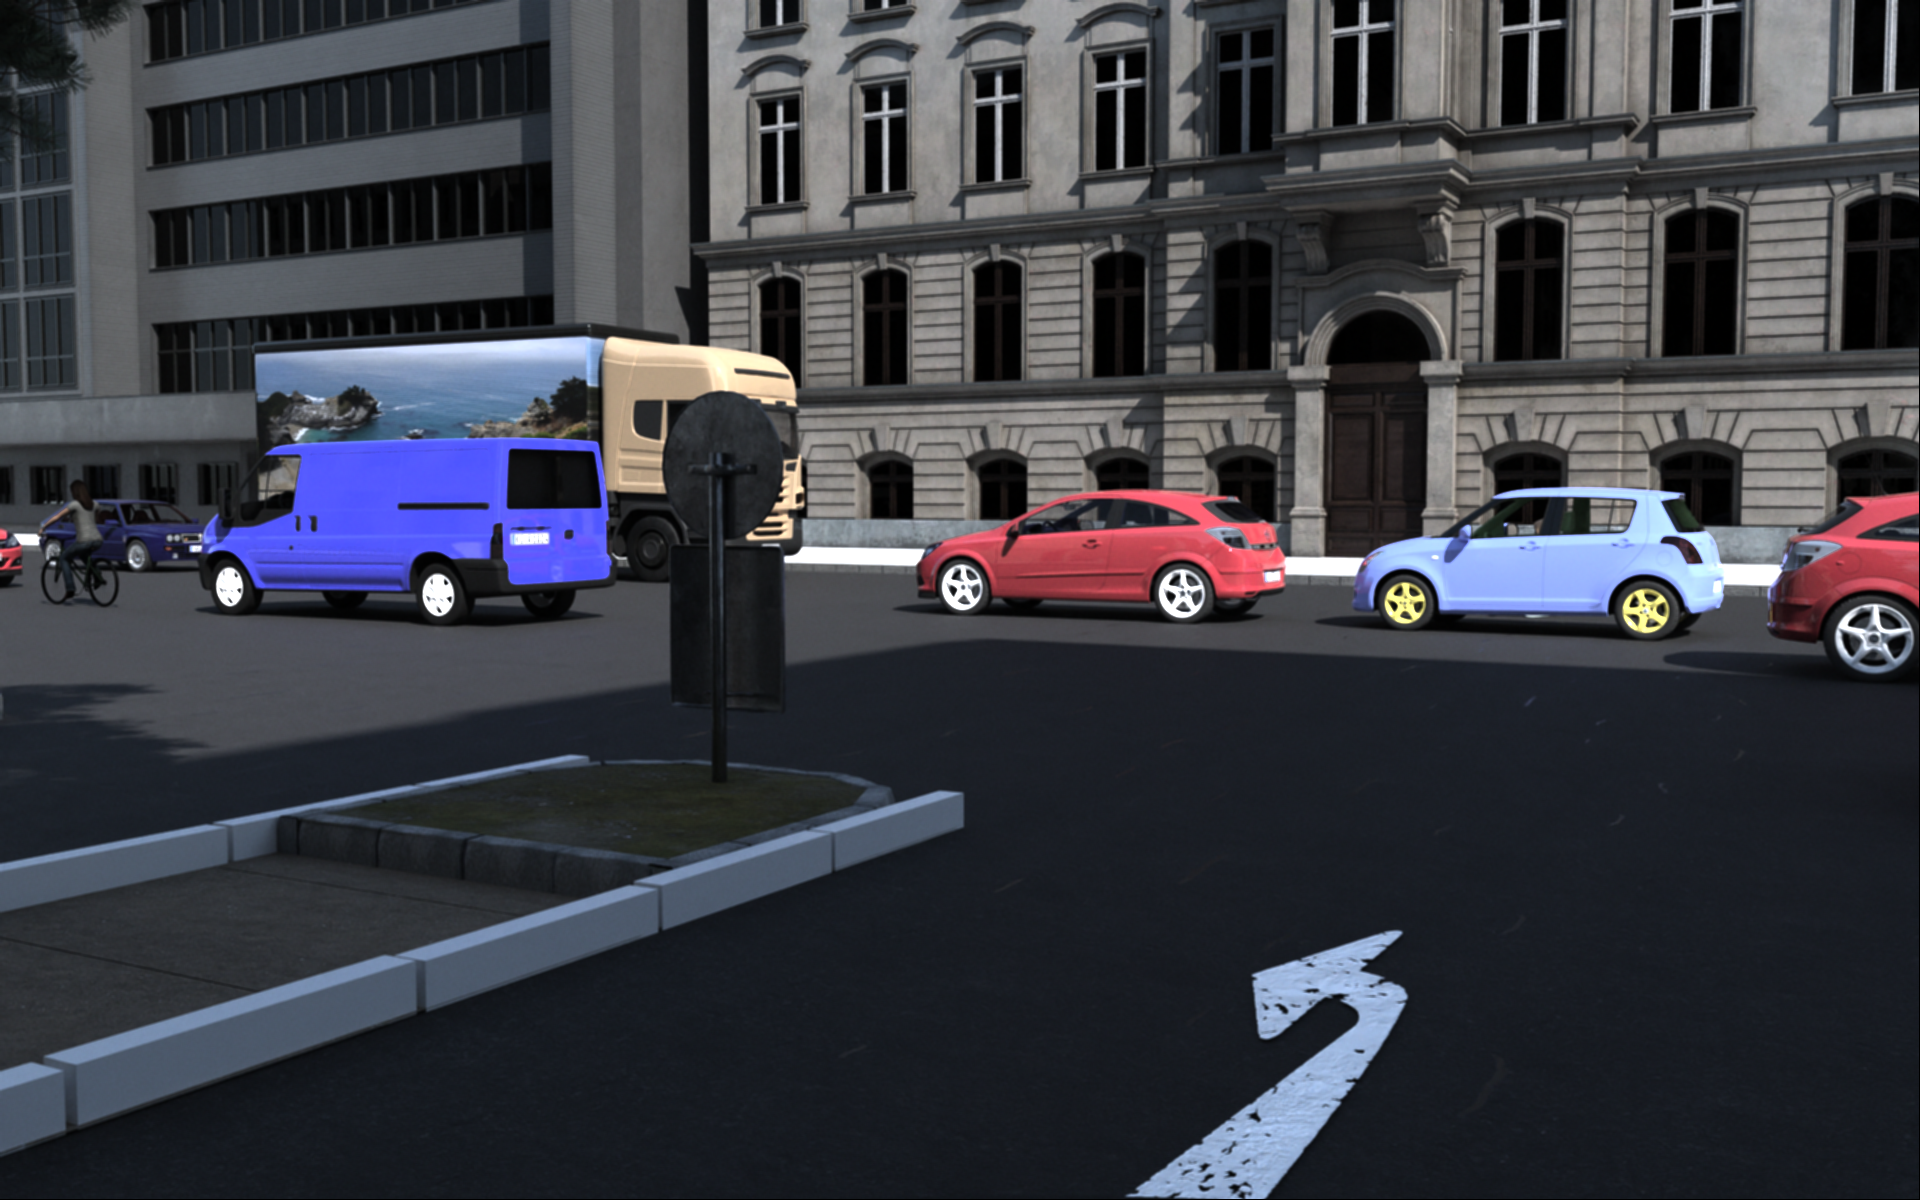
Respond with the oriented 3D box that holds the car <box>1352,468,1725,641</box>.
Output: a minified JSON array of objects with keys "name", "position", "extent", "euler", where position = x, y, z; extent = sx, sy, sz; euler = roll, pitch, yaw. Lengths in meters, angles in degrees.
[{"name":"car","position":[6.017,-0.527,18.214],"extent":[3.694,1.707,1.945],"euler":[2,4,31]}]

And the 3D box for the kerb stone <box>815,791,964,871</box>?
[{"name":"kerb stone","position":[-0.281,0.928,7.039],"extent":[0.120,0.150,1.000],"euler":[2,4,29]}]

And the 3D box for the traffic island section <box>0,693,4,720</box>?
[{"name":"traffic island section","position":[-7.308,0.735,10.268],"extent":[2.009,0.180,2.903],"euler":[2,4,29]}]

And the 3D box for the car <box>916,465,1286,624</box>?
[{"name":"car","position":[1.580,-0.702,20.515],"extent":[4.494,1.783,2.155],"euler":[2,4,28]}]

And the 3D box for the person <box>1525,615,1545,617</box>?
[{"name":"person","position":[6.706,-0.378,20.181],"extent":[0.738,1.151,1.012],"euler":[1,4,17]}]

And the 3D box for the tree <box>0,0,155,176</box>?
[{"name":"tree","position":[-4.179,-4.763,2.381],"extent":[6.751,12.117,7.091],"euler":[0,3,0]}]

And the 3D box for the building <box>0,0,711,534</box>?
[{"name":"building","position":[-18.087,-14.381,54.194],"extent":[30.058,24.678,14.314],"euler":[2,4,29]}]

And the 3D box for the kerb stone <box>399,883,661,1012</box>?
[{"name":"kerb stone","position":[-1.283,1.043,5.251],"extent":[0.120,0.150,1.000],"euler":[2,4,29]}]

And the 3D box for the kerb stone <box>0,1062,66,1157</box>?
[{"name":"kerb stone","position":[-2.298,1.151,3.465],"extent":[0.120,0.150,1.000],"euler":[2,4,29]}]

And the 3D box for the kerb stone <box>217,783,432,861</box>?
[{"name":"kerb stone","position":[-2.620,0.919,7.169],"extent":[0.120,0.150,1.000],"euler":[2,4,29]}]

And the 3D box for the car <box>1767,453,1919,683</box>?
[{"name":"car","position":[8.605,-0.251,13.137],"extent":[4.494,1.783,2.155],"euler":[2,4,29]}]

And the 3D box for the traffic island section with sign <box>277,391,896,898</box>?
[{"name":"traffic island section with sign","position":[-1.358,0.057,7.201],"extent":[2.006,1.907,1.989],"euler":[2,4,29]}]

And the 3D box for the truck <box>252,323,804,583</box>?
[{"name":"truck","position":[-7.480,-2.541,30.455],"extent":[11.283,4.237,2.839],"euler":[2,4,27]}]

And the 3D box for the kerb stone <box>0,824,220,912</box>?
[{"name":"kerb stone","position":[-3.119,0.974,6.264],"extent":[0.120,0.150,1.000],"euler":[2,4,29]}]

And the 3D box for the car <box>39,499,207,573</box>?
[{"name":"car","position":[-15.643,-1.242,32.895],"extent":[3.894,1.354,1.945],"euler":[2,4,30]}]

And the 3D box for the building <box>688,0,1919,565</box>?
[{"name":"building","position":[10.976,-13.425,38.590],"extent":[34.723,24.649,14.460],"euler":[2,4,29]}]

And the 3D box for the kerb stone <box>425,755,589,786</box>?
[{"name":"kerb stone","position":[-2.110,0.865,8.061],"extent":[0.120,0.150,1.000],"euler":[2,4,29]}]

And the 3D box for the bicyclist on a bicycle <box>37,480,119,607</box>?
[{"name":"bicyclist on a bicycle","position":[-11.306,-0.744,22.189],"extent":[1.625,1.676,1.499],"euler":[2,4,30]}]

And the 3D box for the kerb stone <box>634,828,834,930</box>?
[{"name":"kerb stone","position":[-0.783,0.982,6.145],"extent":[0.120,0.150,1.000],"euler":[2,4,29]}]

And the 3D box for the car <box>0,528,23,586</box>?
[{"name":"car","position":[-16.533,-1.096,26.953],"extent":[4.494,1.783,2.155],"euler":[2,4,29]}]

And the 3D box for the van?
[{"name":"van","position":[-6.637,-0.973,20.299],"extent":[5.245,2.365,2.240],"euler":[2,4,29]}]

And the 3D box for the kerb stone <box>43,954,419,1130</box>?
[{"name":"kerb stone","position":[-1.794,1.092,4.362],"extent":[0.120,0.150,1.000],"euler":[2,4,29]}]
